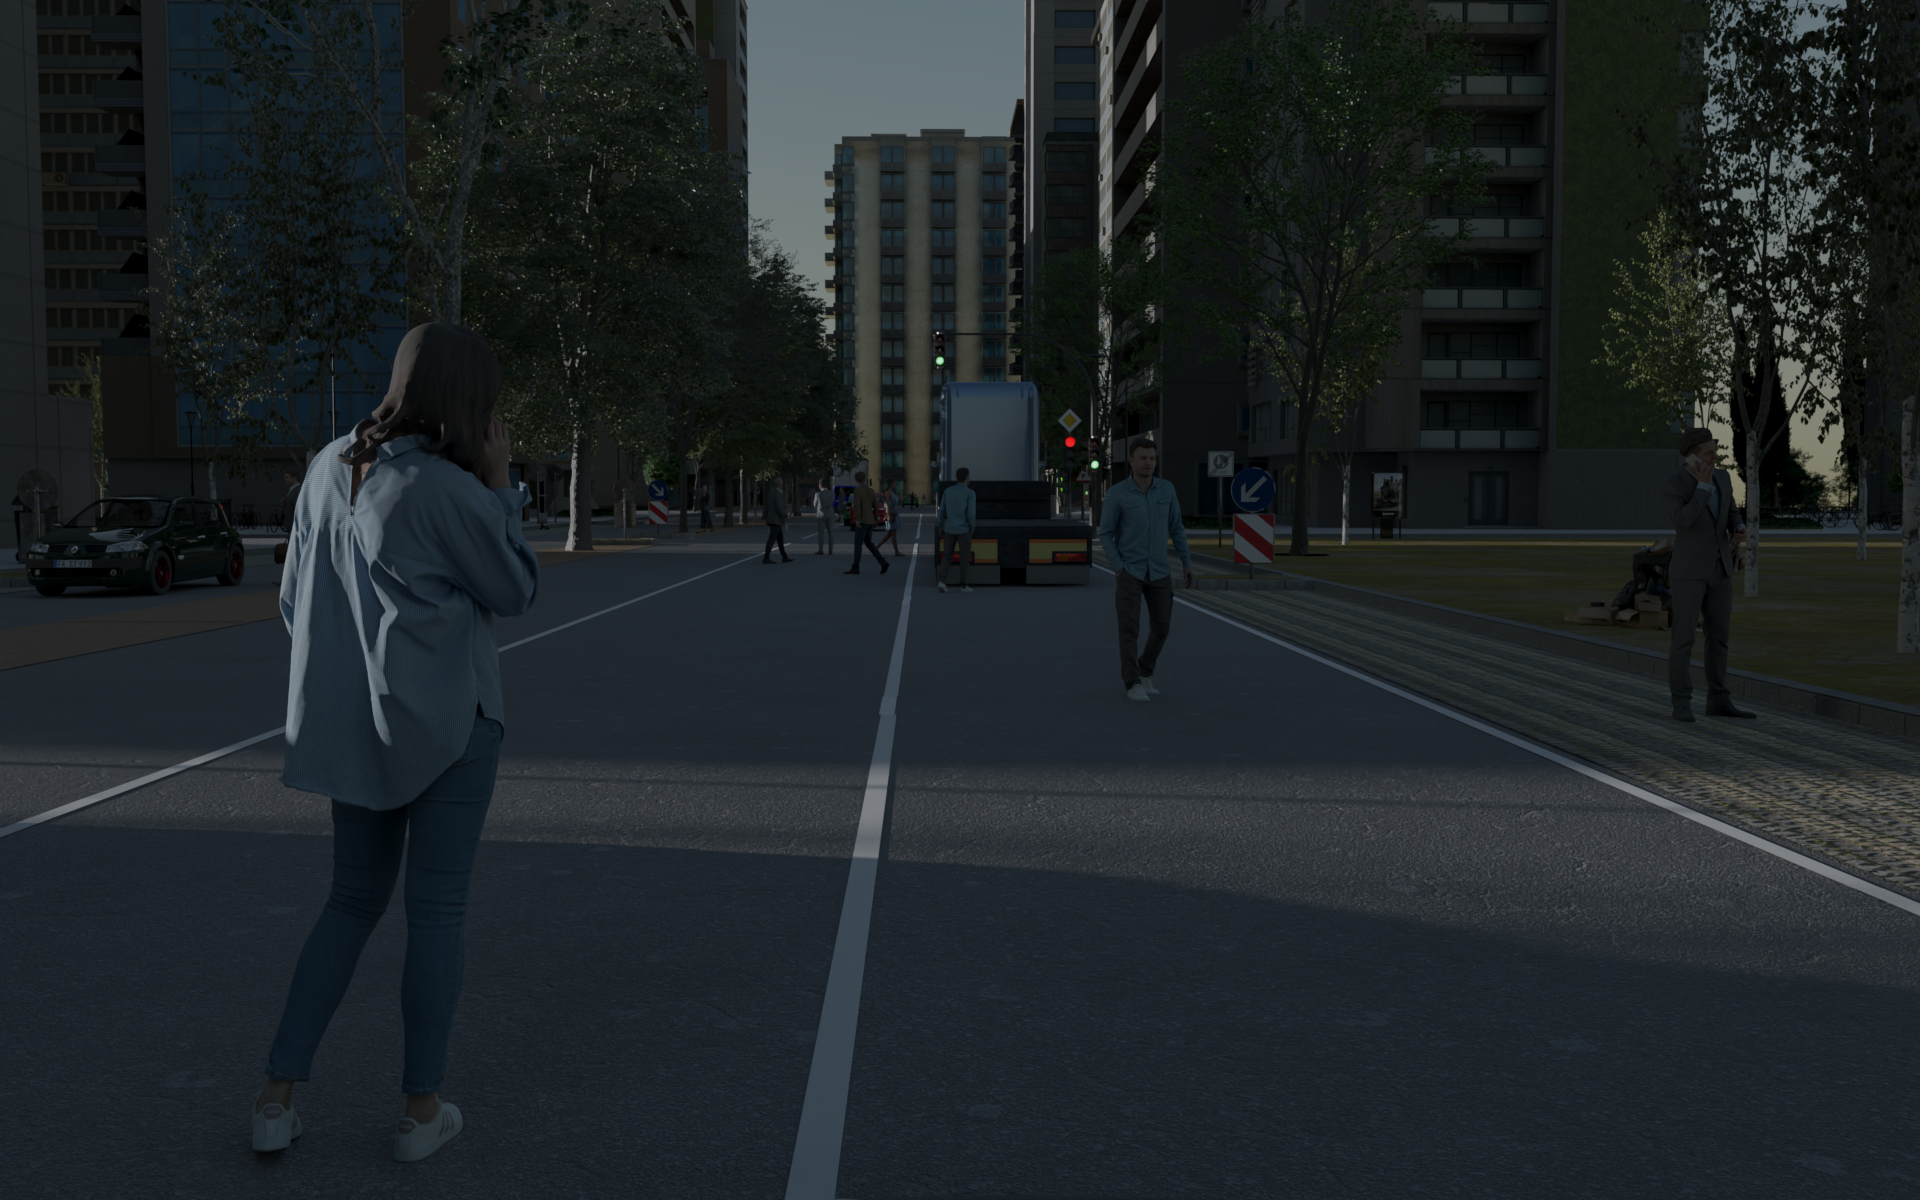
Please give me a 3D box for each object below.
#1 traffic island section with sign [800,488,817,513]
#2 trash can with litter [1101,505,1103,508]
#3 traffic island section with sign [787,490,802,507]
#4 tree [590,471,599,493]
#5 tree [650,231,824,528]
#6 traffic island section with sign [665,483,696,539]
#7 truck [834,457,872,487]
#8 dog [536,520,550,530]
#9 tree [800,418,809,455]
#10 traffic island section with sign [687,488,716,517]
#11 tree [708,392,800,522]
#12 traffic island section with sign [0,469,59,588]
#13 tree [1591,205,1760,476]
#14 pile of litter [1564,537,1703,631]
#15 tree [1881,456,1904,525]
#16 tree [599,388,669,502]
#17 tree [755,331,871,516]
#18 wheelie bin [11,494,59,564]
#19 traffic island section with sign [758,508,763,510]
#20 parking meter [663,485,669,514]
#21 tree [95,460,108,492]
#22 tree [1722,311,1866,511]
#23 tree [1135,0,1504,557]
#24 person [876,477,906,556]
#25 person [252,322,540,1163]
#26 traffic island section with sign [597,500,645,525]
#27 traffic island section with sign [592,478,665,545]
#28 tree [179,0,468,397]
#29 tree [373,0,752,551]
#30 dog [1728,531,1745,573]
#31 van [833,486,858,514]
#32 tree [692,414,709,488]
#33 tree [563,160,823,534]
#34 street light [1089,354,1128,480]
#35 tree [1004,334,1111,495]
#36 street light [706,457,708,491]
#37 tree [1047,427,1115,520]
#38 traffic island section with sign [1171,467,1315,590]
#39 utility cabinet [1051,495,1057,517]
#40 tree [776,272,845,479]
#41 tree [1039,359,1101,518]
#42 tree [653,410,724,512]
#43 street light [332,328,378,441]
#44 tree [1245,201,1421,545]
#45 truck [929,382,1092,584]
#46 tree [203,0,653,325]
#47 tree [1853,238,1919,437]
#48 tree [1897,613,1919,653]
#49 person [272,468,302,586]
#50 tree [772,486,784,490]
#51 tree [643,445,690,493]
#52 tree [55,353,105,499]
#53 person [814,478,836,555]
[{"bbox_3d":[-11.277,-7.550,131.576,2.006,1.907,1.989,0,4,-1],"label":"traffic island section with sign"},{"bbox_3d":[5.440,-2.965,59.870,1.055,1.170,0.624,0,4,-5],"label":"trash can with litter"},{"bbox_3d":[-18.030,-10.870,186.353,1.989,1.847,2.006,0,4,-1],"label":"traffic island section with sign"},{"bbox_3d":[-25.382,-7.506,117.332,1.663,3.219,1.824,0,3,0],"label":"tree"},{"bbox_3d":[-9.984,-9.378,73.916,7.486,12.596,7.792,0,3,0],"label":"tree"},{"bbox_3d":[-9.738,-2.955,56.453,2.006,1.907,1.989,0,4,-1],"label":"traffic island section with sign"},{"bbox_3d":[-8.575,-9.132,138.223,2.839,4.237,11.283,0,4,-1],"label":"truck"},{"bbox_3d":[-16.531,-2.961,68.612,0.550,0.427,0.748,-1,4,-13],"label":"dog"},{"bbox_3d":[-10.486,-9.256,104.158,4.360,8.622,3.978,0,3,0],"label":"tree"},{"bbox_3d":[-16.456,-6.146,109.111,1.989,1.847,2.006,0,4,-1],"label":"traffic island section with sign"},{"bbox_3d":[-10.515,-8.316,88.791,4.360,8.622,3.978,0,3,0],"label":"tree"},{"bbox_3d":[-14.792,-1.142,27.301,1.989,1.847,2.006,0,4,-1],"label":"traffic island section with sign"},{"bbox_3d":[18.273,-5.691,43.412,4.737,8.622,4.395,0,3,0],"label":"tree"},{"bbox_3d":[6.641,-0.186,17.001,1.176,0.858,1.719,0,4,0],"label":"pile of litter"},{"bbox_3d":[38.706,-4.700,71.448,1.663,3.219,1.824,0,3,0],"label":"tree"},{"bbox_3d":[-18.949,-9.219,101.096,4.737,8.622,4.395,0,3,0],"label":"tree"},{"bbox_3d":[-10.589,-11.721,111.105,9.611,12.733,9.660,0,3,0],"label":"tree"},{"bbox_3d":[-17.100,-1.478,32.073,0.980,1.594,0.693,3,5,44],"label":"wheelie bin"},{"bbox_3d":[-17.473,-9.207,159.169,1.989,1.847,2.006,0,4,-1],"label":"traffic island section with sign"},{"bbox_3d":[-18.988,-6.475,111.575,0.399,1.863,0.255,-1,4,-15],"label":"parking meter"},{"bbox_3d":[-38.954,-5.248,80.411,1.663,3.219,1.824,0,3,0],"label":"tree"},{"bbox_3d":[59.733,-13.514,122.774,13.155,14.587,18.604,0,4,-6],"label":"tree"},{"bbox_3d":[7.207,-6.716,35.556,9.928,11.665,9.643,0,3,0],"label":"tree"},{"bbox_3d":[-1.627,-1.897,39.608,0.778,1.811,0.616,1,4,13],"label":"person"},{"bbox_3d":[-1.244,0.307,3.750,0.793,1.790,0.793,0,4,-8],"label":"person"},{"bbox_3d":[-15.894,-4.451,81.402,1.989,1.847,2.006,0,4,-1],"label":"traffic island section with sign"},{"bbox_3d":[-9.597,-2.502,49.047,2.006,1.907,1.989,0,4,-1],"label":"traffic island section with sign"},{"bbox_3d":[-8.944,-4.342,23.813,4.360,8.622,3.978,0,3,0],"label":"tree"},{"bbox_3d":[-9.642,-8.221,43.522,9.857,13.997,8.962,0,3,0],"label":"tree"},{"bbox_3d":[12.808,-0.857,28.395,0.800,0.831,0.513,-1,4,-15],"label":"dog"},{"bbox_3d":[-8.382,-7.624,129.032,2.240,2.365,5.245,0,4,1],"label":"van"},{"bbox_3d":[-19.483,-11.372,136.289,4.360,8.622,3.978,0,3,0],"label":"tree"},{"bbox_3d":[-9.973,-9.134,62.161,12.009,13.543,11.850,0,3,0],"label":"tree"},{"bbox_3d":[4.997,-5.207,57.668,1.470,5.913,1.316,0,4,-1],"label":"street light"},{"bbox_3d":[5.340,-10.124,99.942,8.767,10.594,7.601,0,4,-3],"label":"tree"},{"bbox_3d":[-18.611,-9.695,131.056,1.470,5.913,1.316,0,4,-1],"label":"street light"},{"bbox_3d":[5.941,-6.206,85.176,4.285,4.588,4.351,0,3,0],"label":"tree"},{"bbox_3d":[4.240,-1.095,26.533,1.989,1.847,2.006,0,4,-1],"label":"traffic island section with sign"},{"bbox_3d":[4.974,-5.276,97.428,0.306,1.237,1.020,-3,5,-44],"label":"utility cabinet"},{"bbox_3d":[-10.768,-11.452,96.354,9.857,13.997,8.962,0,3,0],"label":"tree"},{"bbox_3d":[5.516,-8.631,91.481,4.737,8.622,4.395,0,3,0],"label":"tree"},{"bbox_3d":[-18.861,-11.625,124.483,7.601,10.594,8.767,2,4,31],"label":"tree"},{"bbox_3d":[-16.931,-4.640,48.412,1.470,5.913,1.316,0,4,-1],"label":"street light"},{"bbox_3d":[9.676,-5.720,43.888,4.737,8.622,4.395,0,3,0],"label":"tree"},{"bbox_3d":[0.756,-2.817,35.818,2.967,4.110,18.799,0,4,0],"label":"truck"},{"bbox_3d":[-10.520,-10.621,32.000,12.611,20.169,13.585,0,3,0],"label":"tree"},{"bbox_3d":[26.046,-5.891,46.685,4.737,8.622,4.395,0,3,0],"label":"tree"},{"bbox_3d":[7.559,-3.864,13.541,4.360,8.622,3.978,0,3,0],"label":"tree"},{"bbox_3d":[-10.216,-1.117,26.732,0.822,1.834,0.622,-3,4,-36],"label":"person"},{"bbox_3d":[-21.800,-12.981,206.832,1.663,3.219,1.824,0,3,0],"label":"tree"},{"bbox_3d":[-19.562,-8.037,115.126,4.285,4.588,4.351,0,3,0],"label":"tree"},{"bbox_3d":[-43.941,-8.422,88.058,4.737,8.622,4.395,0,3,0],"label":"tree"},{"bbox_3d":[-3.231,-1.984,41.122,0.511,1.800,0.466,-3,4,-37],"label":"person"}]
